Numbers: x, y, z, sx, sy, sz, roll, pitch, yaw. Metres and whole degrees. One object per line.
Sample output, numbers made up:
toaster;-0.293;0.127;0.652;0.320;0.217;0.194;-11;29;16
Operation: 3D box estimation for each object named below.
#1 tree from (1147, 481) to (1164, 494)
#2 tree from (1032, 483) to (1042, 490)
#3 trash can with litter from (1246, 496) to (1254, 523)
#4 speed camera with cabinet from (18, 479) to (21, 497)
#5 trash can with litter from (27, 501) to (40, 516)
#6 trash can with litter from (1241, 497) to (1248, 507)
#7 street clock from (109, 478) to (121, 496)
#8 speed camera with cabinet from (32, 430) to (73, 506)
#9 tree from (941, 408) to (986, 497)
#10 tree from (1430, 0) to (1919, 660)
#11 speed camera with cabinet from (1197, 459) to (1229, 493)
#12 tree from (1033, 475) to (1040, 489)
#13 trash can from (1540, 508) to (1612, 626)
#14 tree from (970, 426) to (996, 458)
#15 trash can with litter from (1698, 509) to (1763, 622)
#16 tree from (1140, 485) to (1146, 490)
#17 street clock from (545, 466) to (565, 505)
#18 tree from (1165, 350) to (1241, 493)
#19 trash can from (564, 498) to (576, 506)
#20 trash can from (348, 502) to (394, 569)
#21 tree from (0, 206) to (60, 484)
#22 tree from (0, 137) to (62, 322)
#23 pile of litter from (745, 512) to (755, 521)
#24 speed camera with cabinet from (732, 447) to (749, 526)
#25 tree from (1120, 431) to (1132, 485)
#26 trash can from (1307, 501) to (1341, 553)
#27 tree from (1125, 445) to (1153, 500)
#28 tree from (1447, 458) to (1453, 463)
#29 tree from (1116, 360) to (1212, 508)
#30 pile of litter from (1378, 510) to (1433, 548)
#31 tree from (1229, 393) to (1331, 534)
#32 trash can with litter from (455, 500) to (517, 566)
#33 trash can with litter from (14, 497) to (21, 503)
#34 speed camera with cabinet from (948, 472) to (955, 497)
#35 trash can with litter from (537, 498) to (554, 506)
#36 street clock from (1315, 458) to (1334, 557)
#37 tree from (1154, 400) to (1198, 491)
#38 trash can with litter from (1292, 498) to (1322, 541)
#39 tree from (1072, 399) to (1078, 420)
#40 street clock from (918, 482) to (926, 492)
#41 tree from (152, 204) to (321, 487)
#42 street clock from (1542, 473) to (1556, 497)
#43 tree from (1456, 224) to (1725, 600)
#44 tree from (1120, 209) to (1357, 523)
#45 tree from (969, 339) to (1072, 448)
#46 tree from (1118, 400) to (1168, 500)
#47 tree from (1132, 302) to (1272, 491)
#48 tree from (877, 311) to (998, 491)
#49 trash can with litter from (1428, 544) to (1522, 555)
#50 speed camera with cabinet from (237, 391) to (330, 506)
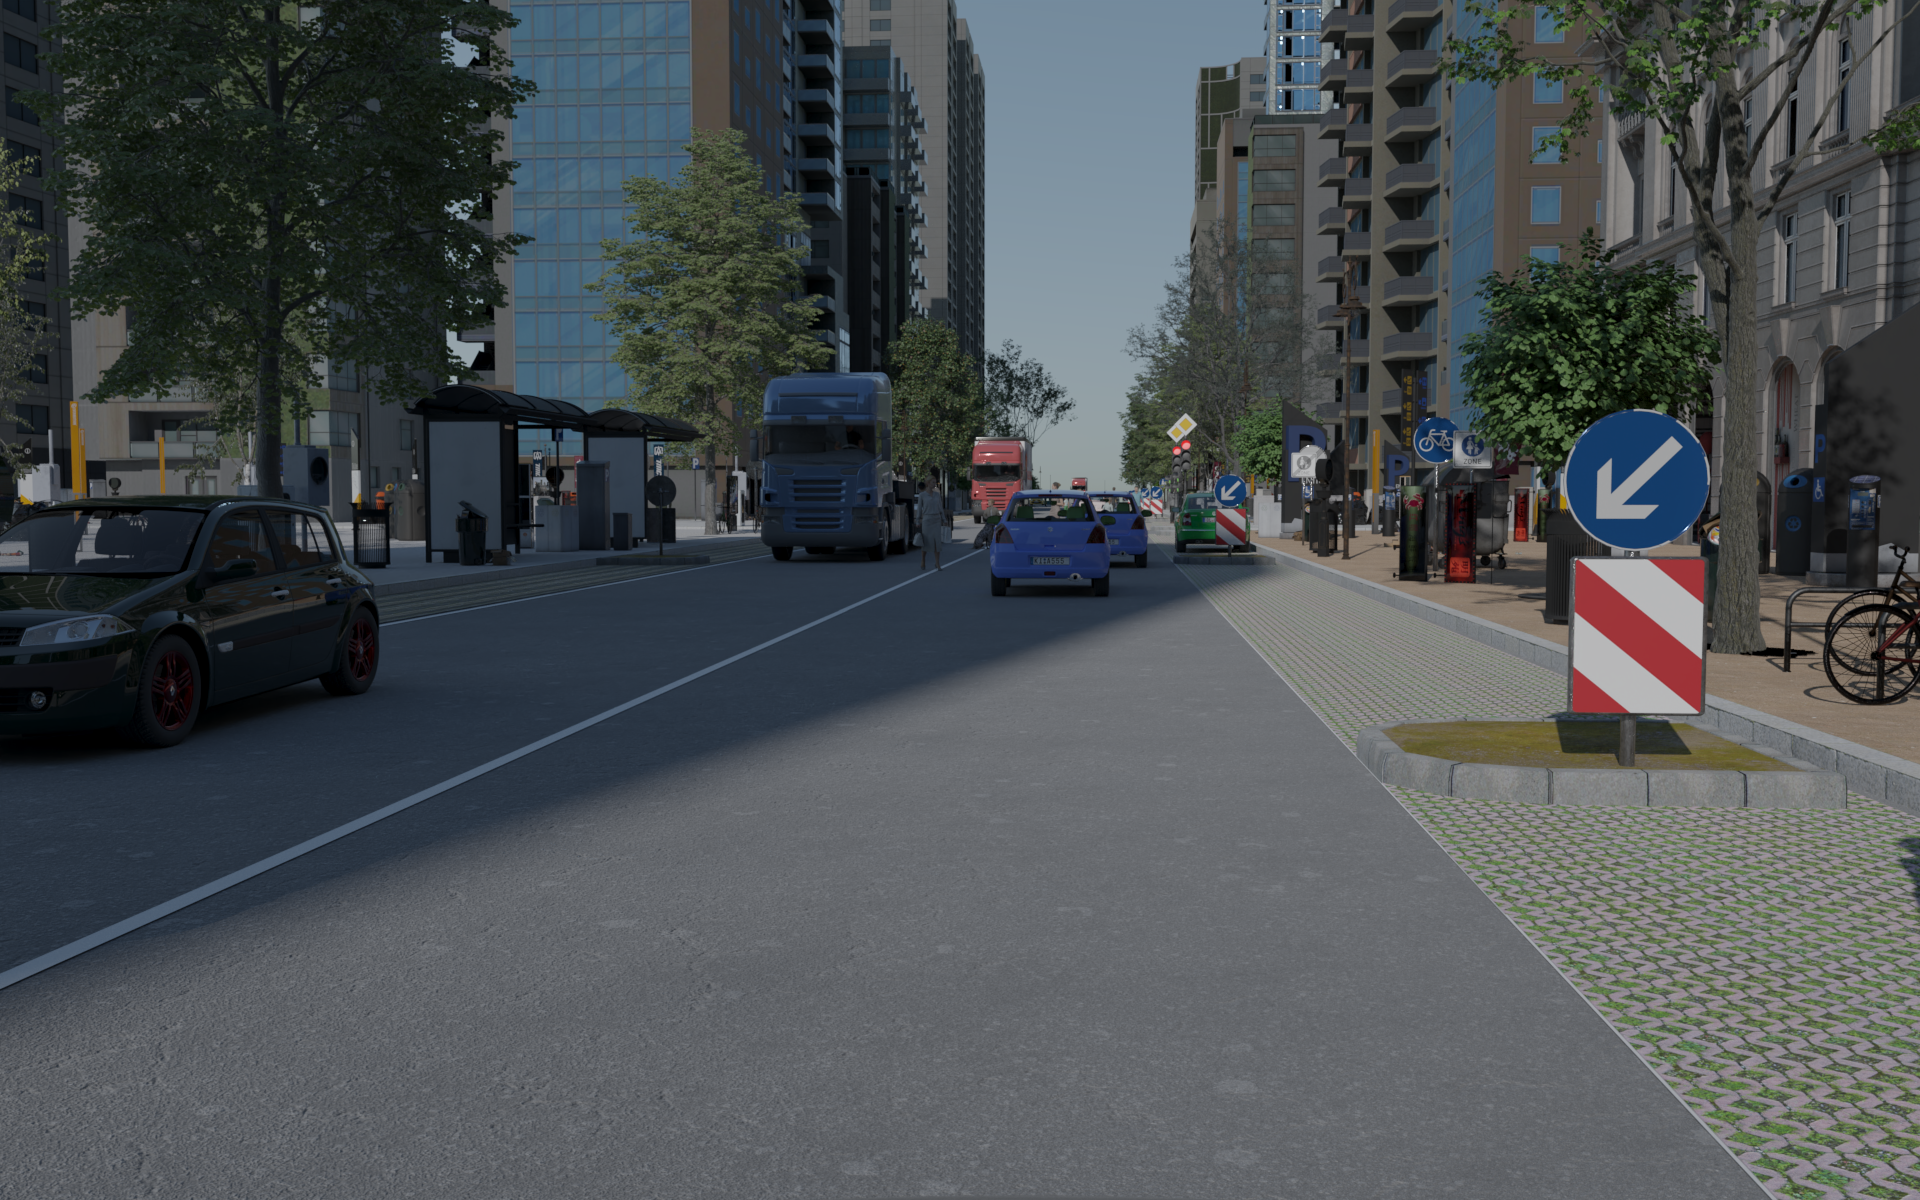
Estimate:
tree;22.039;-11.983;190.521;1.663;3.219;1.824;0;3;0
tree;13.357;-18.398;295.415;1.663;3.219;1.824;0;3;0
trash can with litter;12.692;-4.081;77.786;2.233;1.210;1.678;0;4;-7
speed camera with cabinet;-43.258;-5.325;81.402;0.660;3.252;2.038;1;4;16
trash can with litter;-19.864;-1.522;35.949;2.233;1.210;1.678;-3;5;-40
trash can with litter;14.853;-4.910;91.672;0.624;1.170;1.055;-1;4;-9
street clock;-37.108;-4.375;76.098;0.471;2.002;0.358;1;4;9
speed camera with cabinet;-28.182;-3.651;54.035;0.660;3.252;2.038;0;4;-3
tree;-0.157;-10.970;129.720;4.737;8.622;4.395;0;3;0
tree;6.135;-5.382;13.746;9.928;11.665;9.643;0;3;0
speed camera with cabinet;13.205;-5.787;88.950;2.038;3.252;0.660;-1;4;-19
tree;10.376;-16.916;260.289;4.285;4.588;4.351;0;3;0
trash can;6.074;-0.327;17.008;0.748;1.137;0.748;0;3;0
tree;2.850;-13.933;178.173;4.360;8.622;3.978;0;3;0
trash can with litter;7.585;-0.371;17.450;0.624;1.170;1.055;0;4;-7
tree;29.021;-16.953;271.774;1.663;3.219;1.824;0;3;0
street clock;-10.537;-2.479;45.109;0.471;2.002;0.358;-1;4;-10
tree;12.227;-8.252;85.282;4.360;8.622;3.978;0;3;0
trash can;-15.566;-3.546;69.629;0.748;1.137;0.748;0;3;0
trash can;-10.168;-1.118;29.928;0.748;1.137;0.748;0;3;0
tree;-23.615;-5.573;41.483;4.360;8.622;3.978;0;3;0
tree;-18.561;-4.939;31.116;4.737;8.622;4.395;0;3;0
pile of litter;-10.552;-4.318;84.566;1.176;0.858;1.719;-2;4;-30
speed camera with cabinet;-8.894;-4.596;69.484;0.660;3.252;2.038;0;4;3
tree;27.266;-20.875;259.424;7.486;12.596;7.792;0;3;0
trash can;7.890;-1.585;37.575;0.748;1.137;0.748;0;3;0
tree;31.040;-21.795;290.759;7.601;10.594;8.767;3;5;41
tree;21.009;-4.842;73.773;1.663;3.219;1.824;0;3;0
tree;19.029;-15.311;156.989;9.857;13.997;8.962;0;3;0
pile of litter;10.901;-1.688;41.559;1.176;0.858;1.719;-1;4;-15
tree;10.416;-4.441;56.325;4.285;4.588;4.351;0;3;0
trash can with litter;-8.530;-1.210;31.174;1.055;1.170;0.624;0;4;-2
trash can with litter;-41.863;-3.992;76.654;1.055;1.170;0.624;1;4;21
speed camera with cabinet;-1.381;-8.577;134.572;2.038;3.252;0.660;-2;4;-28
trash can with litter;-11.606;-2.312;49.191;0.624;1.170;1.055;-2;4;-35
street clock;7.418;-1.879;35.296;0.358;2.002;0.471;2;4;34
tree;16.784;-11.116;132.115;4.737;8.622;4.395;0;3;0
trash can with litter;9.396;-2.184;47.103;0.624;1.170;1.055;-2;4;-24
tree;10.316;-23.400;238.471;12.611;20.169;13.585;0;3;0
street clock;-2.207;-5.911;101.222;0.471;2.002;0.358;1;4;18
tree;-17.587;-5.631;42.430;4.360;8.622;3.978;0;3;0
street clock;17.347;-2.845;51.079;0.358;2.002;0.471;0;4;-7
tree;7.592;-2.289;21.135;4.285;4.588;4.351;0;3;0
tree;11.991;-10.109;75.646;12.009;13.543;11.850;0;3;0
tree;6.622;-21.596;208.975;12.611;20.169;13.585;0;3;0
tree;23.859;-17.835;208.607;9.611;12.733;9.660;0;3;0
tree;14.753;-11.268;102.359;7.486;12.596;7.792;0;3;0
tree;-2.139;-11.734;108.860;9.611;12.733;9.660;0;3;0
trash can with litter;10.840;-1.589;37.043;2.233;1.210;1.678;1;4;23
speed camera with cabinet;-12.525;-2.310;32.107;0.660;3.252;2.038;1;4;14
